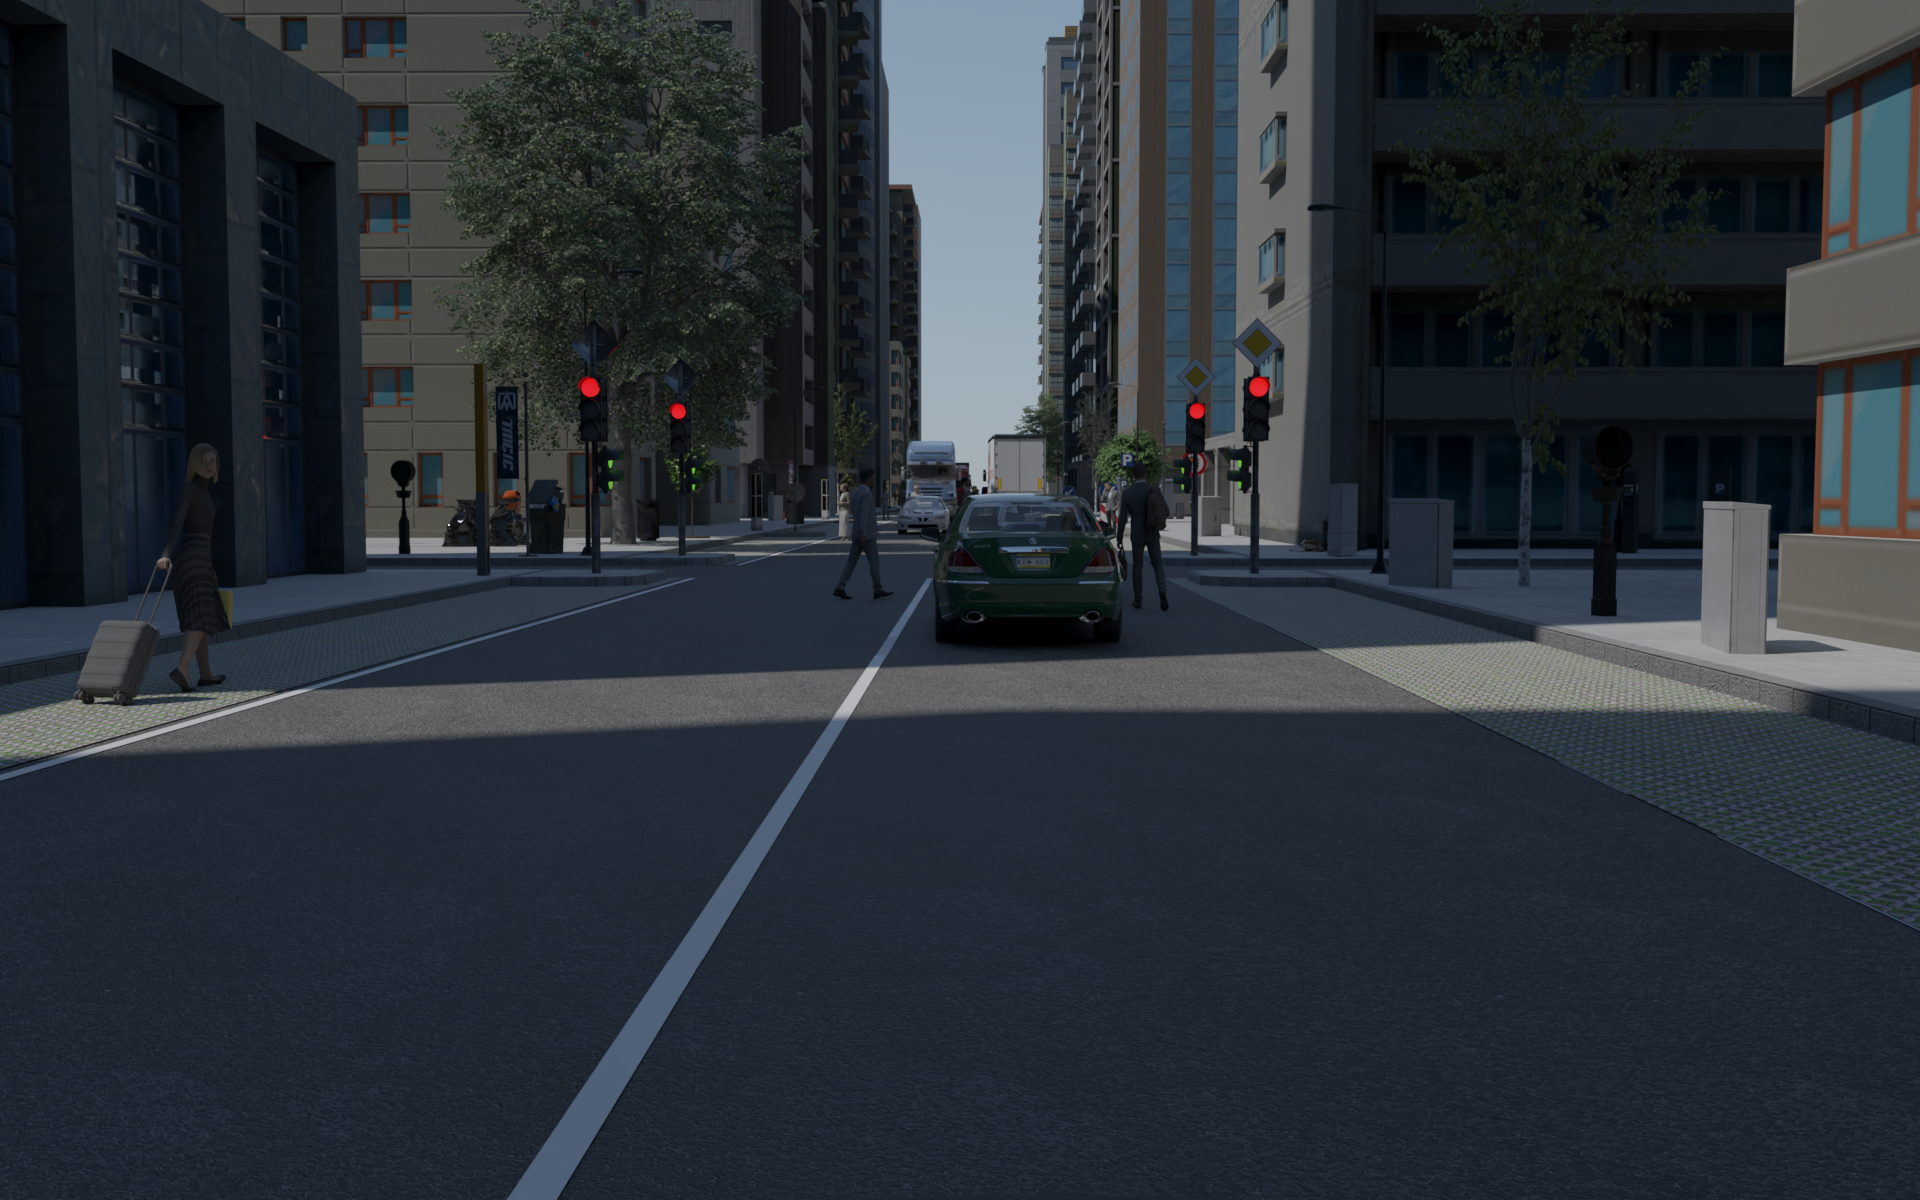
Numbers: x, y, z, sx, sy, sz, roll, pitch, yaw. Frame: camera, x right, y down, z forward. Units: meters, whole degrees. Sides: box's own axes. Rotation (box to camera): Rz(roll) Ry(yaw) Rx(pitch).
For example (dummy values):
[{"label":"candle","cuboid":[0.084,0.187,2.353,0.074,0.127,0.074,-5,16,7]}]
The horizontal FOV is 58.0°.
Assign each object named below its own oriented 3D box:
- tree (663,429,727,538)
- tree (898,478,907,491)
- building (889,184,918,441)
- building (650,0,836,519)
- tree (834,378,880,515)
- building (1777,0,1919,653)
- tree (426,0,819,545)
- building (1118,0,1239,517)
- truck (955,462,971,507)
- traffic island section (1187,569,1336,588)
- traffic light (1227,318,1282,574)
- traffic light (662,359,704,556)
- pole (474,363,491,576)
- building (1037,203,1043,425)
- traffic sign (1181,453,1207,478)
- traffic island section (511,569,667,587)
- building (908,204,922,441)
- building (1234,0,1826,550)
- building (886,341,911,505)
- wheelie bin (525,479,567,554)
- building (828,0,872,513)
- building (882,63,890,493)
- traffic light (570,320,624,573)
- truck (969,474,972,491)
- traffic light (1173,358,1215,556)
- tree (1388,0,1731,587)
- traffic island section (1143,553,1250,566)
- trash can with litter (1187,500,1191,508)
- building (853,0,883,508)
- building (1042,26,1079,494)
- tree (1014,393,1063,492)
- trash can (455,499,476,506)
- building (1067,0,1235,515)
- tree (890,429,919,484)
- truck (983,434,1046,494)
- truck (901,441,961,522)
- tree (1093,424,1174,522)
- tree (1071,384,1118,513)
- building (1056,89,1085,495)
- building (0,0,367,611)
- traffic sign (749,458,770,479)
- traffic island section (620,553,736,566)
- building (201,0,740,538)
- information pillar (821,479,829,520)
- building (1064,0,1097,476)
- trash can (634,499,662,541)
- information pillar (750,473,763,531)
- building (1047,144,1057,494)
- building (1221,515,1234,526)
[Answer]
[{"label":"tree","cuboid":[-7.918,-3.420,50.513,1.663,3.219,1.824,0,3,0]},{"label":"tree","cuboid":[-6.060,-11.623,184.635,1.663,3.219,1.824,0,3,0]},{"label":"building","cuboid":[-17.167,-35.713,238.539,22.147,44.769,28.867,0,4,1]},{"label":"building","cuboid":[-14.459,-19.759,94.762,14.160,30.474,14.107,0,4,1]},{"label":"tree","cuboid":[-7.420,-9.664,108.361,4.737,8.622,4.395,0,3,0]},{"label":"building","cuboid":[21.424,-9.556,1.279,27.650,21.520,28.899,0,4,1]},{"label":"tree","cuboid":[-8.473,-8.385,43.751,9.857,13.997,8.962,0,3,0]},{"label":"building","cuboid":[16.869,-27.649,102.177,14.600,45.320,14.200,0,4,1]},{"label":"truck","cuboid":[-0.392,-10.195,155.608,2.839,4.237,11.283,0,4,0]},{"label":"traffic island section","cuboid":[4.772,-0.346,27.945,2.009,0.180,2.903,0,4,1]},{"label":"traffic light","cuboid":[4.732,-2.380,27.832,0.839,4.253,0.868,0,4,1]},{"label":"traffic light","cuboid":[-5.767,-2.876,35.947,0.839,4.253,0.868,0,4,1]},{"label":"pole","cuboid":[-7.495,-2.038,27.161,0.158,3.312,0.155,0,3,0]},{"label":"building","cuboid":[22.621,-36.697,254.617,22.147,44.769,28.867,0,4,1]},{"label":"traffic sign","cuboid":[6.752,-3.057,50.084,0.768,2.556,0.104,0,4,2]},{"label":"traffic island section","cuboid":[-5.918,-0.356,28.098,2.009,0.180,2.903,0,4,1]},{"label":"building","cuboid":[-12.949,-37.300,259.959,14.600,45.320,14.200,0,4,1]},{"label":"building","cuboid":[19.059,-25.981,48.487,21.600,48.544,21.300,0,4,1]},{"label":"building","cuboid":[-20.439,-22.350,210.462,27.650,21.520,28.899,0,4,1]},{"label":"wheelie bin","cuboid":[-8.910,-1.796,37.273,0.980,1.594,0.693,2,4,29]},{"label":"building","cuboid":[-17.903,-28.778,125.151,22.147,44.769,28.867,0,4,1]},{"label":"building","cuboid":[-14.411,-32.098,174.909,14.600,45.320,14.200,0,4,1]},{"label":"traffic light","cuboid":[-5.879,-2.388,27.963,0.839,4.253,0.868,0,4,1]},{"label":"truck","cuboid":[0.325,-15.847,248.005,2.839,4.237,11.283,0,4,0]},{"label":"traffic light","cuboid":[4.843,-2.868,35.816,0.839,4.253,0.868,0,4,1]},{"label":"tree","cuboid":[8.069,-4.489,23.758,4.737,8.622,4.395,0,3,0]},{"label":"traffic island section","cuboid":[4.883,-0.835,35.930,2.009,0.180,2.903,0,4,1]},{"label":"trash can with litter","cuboid":[11.118,-4.251,80.884,0.624,1.170,1.055,3,4,36]},{"label":"building","cuboid":[-18.188,-37.394,153.390,21.231,58.520,28.212,0,4,1]},{"label":"building","cuboid":[21.231,-41.811,225.613,21.231,58.520,28.212,0,4,1]},{"label":"tree","cuboid":[9.441,-16.852,193.662,7.486,12.596,7.792,0,3,0]},{"label":"trash can","cuboid":[-13.122,-2.125,46.392,0.748,1.137,0.748,0,3,0]},{"label":"building","cuboid":[18.846,-42.245,128.963,20.563,71.187,20.611,0,4,1]},{"label":"tree","cuboid":[-6.103,-14.571,188.605,4.360,8.622,3.978,0,3,0]},{"label":"truck","cuboid":[2.690,-5.966,86.462,2.839,4.237,11.283,0,4,-1]},{"label":"truck","cuboid":[-1.479,-6.363,93.799,2.967,4.110,18.799,0,4,0]},{"label":"tree","cuboid":[7.954,-5.818,78.835,4.285,4.588,4.351,0,3,0]},{"label":"tree","cuboid":[9.411,-10.191,116.991,4.360,8.622,3.978,0,3,0]},{"label":"building","cuboid":[17.568,-30.246,178.110,14.154,41.232,14.086,0,4,1]},{"label":"building","cuboid":[-25.471,-42.962,15.095,31.000,86.520,22.319,0,4,1]},{"label":"traffic sign","cuboid":[-7.138,-3.761,61.606,0.768,2.556,0.104,1,4,11]},{"label":"traffic island section","cuboid":[-5.807,-0.844,36.083,2.009,0.180,2.903,0,4,1]},{"label":"building","cuboid":[-24.103,-13.424,64.524,27.650,21.520,28.899,0,4,1]},{"label":"information pillar","cuboid":[-6.755,-5.044,86.965,0.304,2.012,0.304,1,4,20]},{"label":"building","cuboid":[21.641,-32.751,155.088,23.786,49.044,30.456,0,4,1]},{"label":"trash can","cuboid":[-8.532,-2.186,47.399,0.748,1.137,0.748,0,3,0]},{"label":"information pillar","cuboid":[-7.154,-3.451,60.916,0.304,2.012,0.304,-3,5,-41]},{"label":"building","cuboid":[17.284,-31.895,205.084,14.154,41.232,14.086,0,4,1]},{"label":"building","cuboid":[21.009,-38.408,66.222,20.563,71.187,20.611,0,4,1]}]
